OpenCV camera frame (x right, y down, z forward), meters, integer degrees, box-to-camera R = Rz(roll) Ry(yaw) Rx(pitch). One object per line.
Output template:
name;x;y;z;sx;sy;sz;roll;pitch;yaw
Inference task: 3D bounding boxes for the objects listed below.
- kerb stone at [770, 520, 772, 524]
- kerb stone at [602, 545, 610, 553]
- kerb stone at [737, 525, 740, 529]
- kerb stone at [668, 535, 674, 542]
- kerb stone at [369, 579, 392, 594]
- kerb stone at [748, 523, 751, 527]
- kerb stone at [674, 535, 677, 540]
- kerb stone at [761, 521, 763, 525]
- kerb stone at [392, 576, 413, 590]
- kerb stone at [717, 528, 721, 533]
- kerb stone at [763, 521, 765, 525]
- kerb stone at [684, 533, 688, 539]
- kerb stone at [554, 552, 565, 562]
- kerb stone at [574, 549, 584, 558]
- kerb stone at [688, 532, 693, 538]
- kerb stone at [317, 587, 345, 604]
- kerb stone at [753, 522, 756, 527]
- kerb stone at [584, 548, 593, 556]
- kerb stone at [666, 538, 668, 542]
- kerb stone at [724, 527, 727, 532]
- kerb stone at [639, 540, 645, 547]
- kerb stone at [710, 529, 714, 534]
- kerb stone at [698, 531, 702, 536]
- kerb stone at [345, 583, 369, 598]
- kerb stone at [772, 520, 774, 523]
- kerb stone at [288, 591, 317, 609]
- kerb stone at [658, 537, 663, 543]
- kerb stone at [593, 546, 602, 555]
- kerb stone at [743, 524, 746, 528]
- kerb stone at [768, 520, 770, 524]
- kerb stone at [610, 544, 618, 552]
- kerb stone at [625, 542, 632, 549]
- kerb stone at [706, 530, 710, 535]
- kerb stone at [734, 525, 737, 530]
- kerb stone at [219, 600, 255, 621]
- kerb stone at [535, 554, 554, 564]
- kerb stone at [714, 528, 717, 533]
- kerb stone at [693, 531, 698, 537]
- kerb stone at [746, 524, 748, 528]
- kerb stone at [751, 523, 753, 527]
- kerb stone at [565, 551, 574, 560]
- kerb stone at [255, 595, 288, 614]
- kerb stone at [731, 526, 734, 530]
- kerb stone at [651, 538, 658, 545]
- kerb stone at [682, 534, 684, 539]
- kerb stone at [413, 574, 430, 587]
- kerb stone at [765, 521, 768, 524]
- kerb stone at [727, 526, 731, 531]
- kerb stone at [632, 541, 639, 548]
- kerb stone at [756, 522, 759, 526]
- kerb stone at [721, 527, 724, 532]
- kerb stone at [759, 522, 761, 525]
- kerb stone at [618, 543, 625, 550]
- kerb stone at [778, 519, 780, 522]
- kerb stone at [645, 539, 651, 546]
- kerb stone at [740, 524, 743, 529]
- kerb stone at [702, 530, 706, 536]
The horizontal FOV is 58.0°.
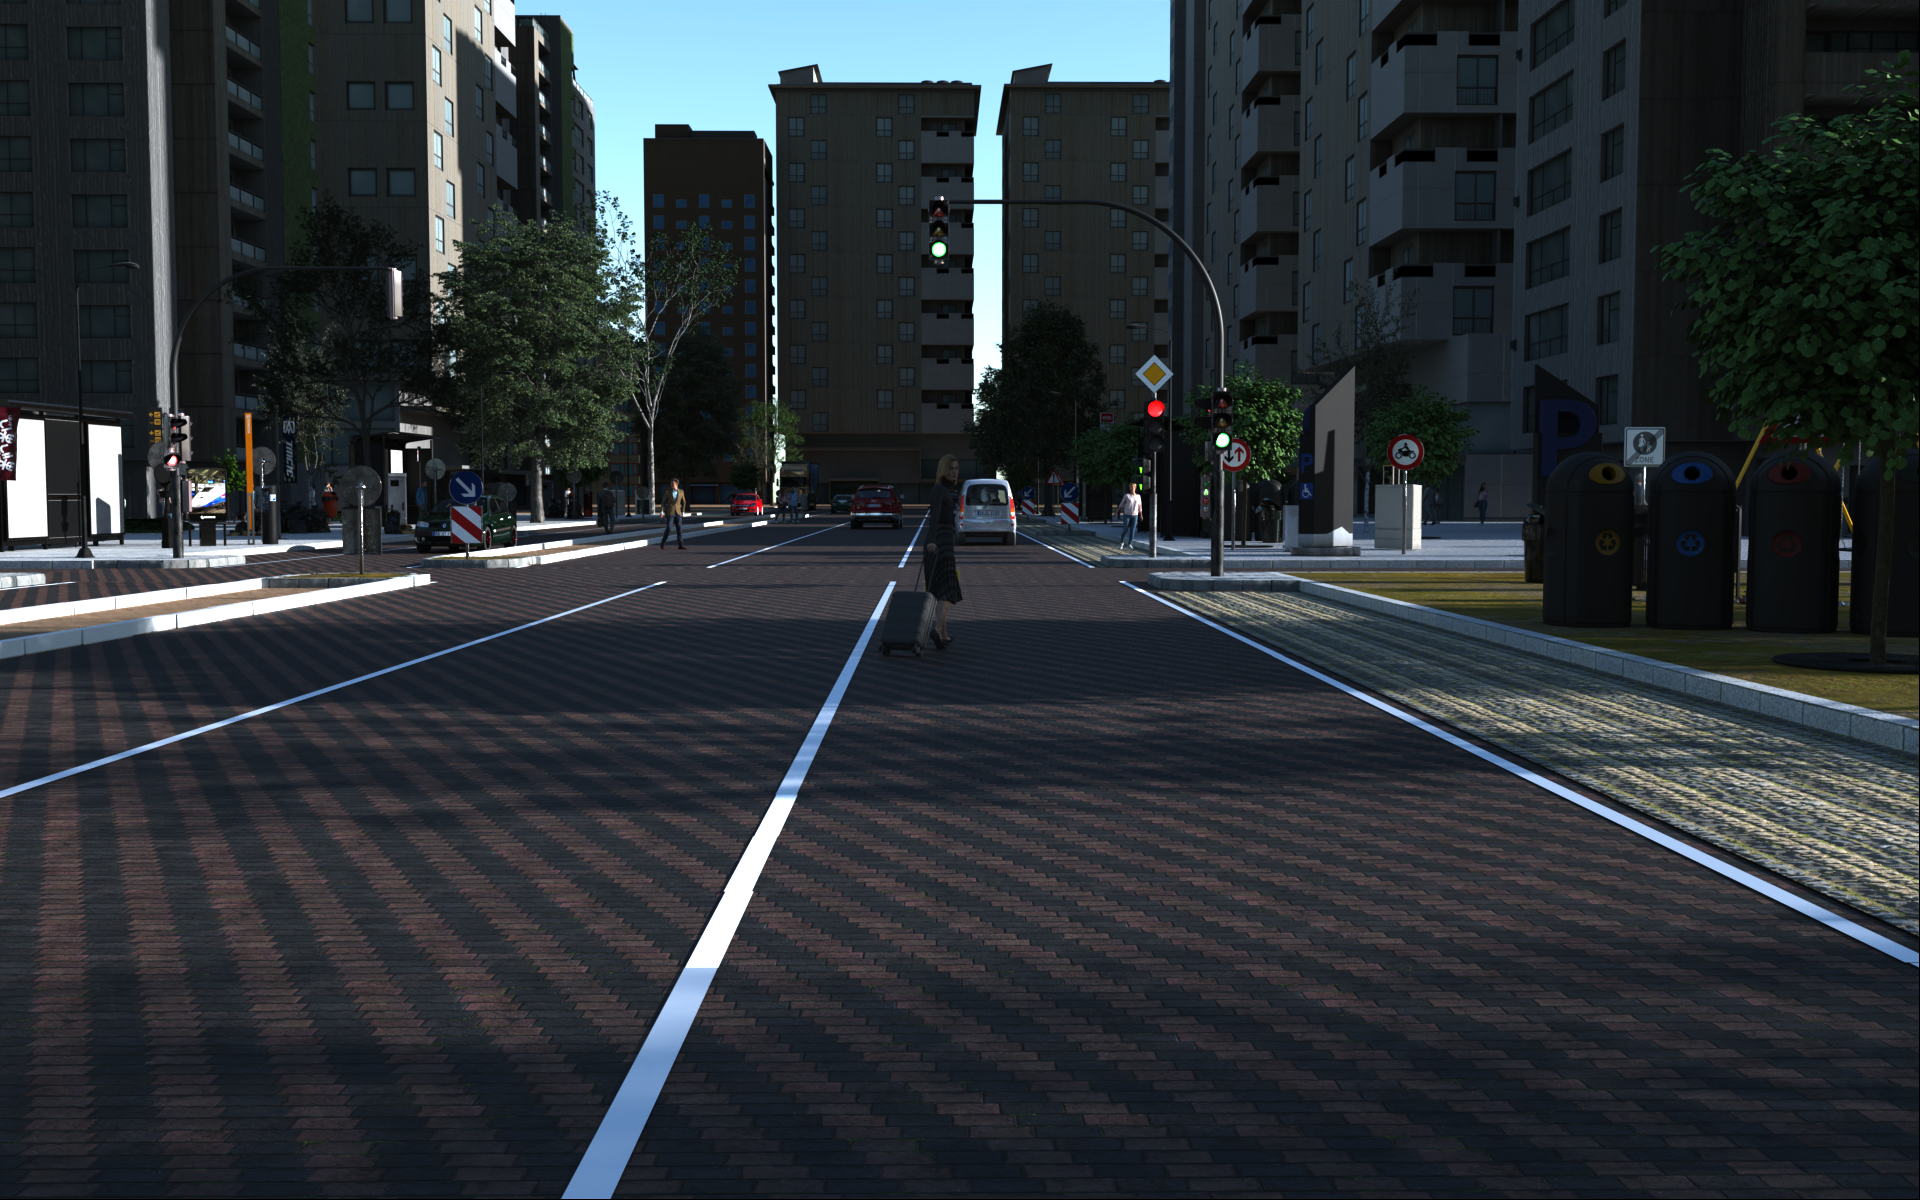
kerb stone;-9.258;-3.724;83.075;0.120;0.150;1.000;0;4;-1
kerb stone;-8.723;-1.216;42.075;0.120;0.150;1.000;0;4;-1
kerb stone;-9.082;-2.909;69.752;0.120;0.150;1.000;0;4;-1
kerb stone;-8.853;-1.843;52.327;0.120;0.150;1.000;0;4;-1
kerb stone;-8.508;-0.174;25.144;0.120;0.150;1.000;0;4;-1
kerb stone;-9.146;-3.159;73.846;0.120;0.150;1.000;0;4;-1
kerb stone;-8.870;-1.903;53.349;0.120;0.150;1.000;0;4;-1
kerb stone;-9.205;-3.473;78.977;0.120;0.150;1.000;0;4;-1
kerb stone;-8.520;-0.243;26.165;0.120;0.150;1.000;0;4;-1
kerb stone;-9.005;-2.531;63.609;0.120;0.150;1.000;0;4;-1
kerb stone;-9.220;-3.536;80.007;0.120;0.150;1.000;0;4;-1
kerb stone;-8.901;-2.029;55.403;0.120;0.150;1.000;0;4;-1
kerb stone;-8.653;-0.902;36.943;0.120;0.150;1.000;0;4;-1
kerb stone;-8.679;-1.021;38.995;0.120;0.150;1.000;0;4;-1
kerb stone;-8.907;-2.092;56.434;0.120;0.150;1.000;0;4;-1
kerb stone;-8.475;-0.055;23.097;0.120;0.150;1.000;0;4;-1
kerb stone;-9.156;-3.284;75.892;0.120;0.150;1.000;0;4;-1
kerb stone;-8.702;-1.090;40.016;0.120;0.150;1.000;0;4;-1
kerb stone;-8.849;-1.780;51.304;0.120;0.150;1.000;0;4;-1
kerb stone;-9.032;-2.658;65.653;0.120;0.150;1.000;0;4;-1
kerb stone;-8.788;-1.528;47.192;0.120;0.150;1.000;0;4;-1
kerb stone;-8.975;-2.405;61.562;0.120;0.150;1.000;0;4;-1
kerb stone;-8.939;-2.219;58.486;0.120;0.150;1.000;0;4;-1
kerb stone;-8.498;-0.110;24.122;0.120;0.150;1.000;0;4;-1
kerb stone;-9.271;-3.786;84.105;0.120;0.150;1.000;0;4;-1
kerb stone;-8.464;0.010;22.075;0.120;0.150;1.000;0;4;-1
kerb stone;-8.828;-1.718;50.282;0.120;0.150;1.000;0;4;-1
kerb stone;-8.706;-1.153;41.053;0.120;0.150;1.000;0;4;-1
kerb stone;-9.103;-3.033;71.797;0.120;0.150;1.000;0;4;-1
kerb stone;-9.250;-3.661;82.053;0.120;0.150;1.000;0;4;-1
kerb stone;-8.739;-1.274;43.097;0.120;0.150;1.000;0;4;-1
kerb stone;-8.770;-1.404;45.147;0.120;0.150;1.000;0;4;-1
kerb stone;-8.961;-2.345;60.540;0.120;0.150;1.000;0;4;-1
kerb stone;-9.069;-2.846;68.720;0.120;0.150;1.000;0;4;-1
kerb stone;-8.443;0.132;20.031;0.120;0.150;1.000;0;4;-1
kerb stone;-8.635;-0.839;35.918;0.120;0.150;1.000;0;4;-1
kerb stone;-8.987;-2.470;62.586;0.120;0.150;1.000;0;4;-1
kerb stone;-8.919;-2.157;57.464;0.120;0.150;1.000;0;4;-1
kerb stone;-9.117;-3.096;72.819;0.120;0.150;1.000;0;4;-1
kerb stone;-9.157;-3.221;74.869;0.120;0.150;1.000;0;4;-1
kerb stone;-8.676;-0.965;37.966;0.120;0.150;1.000;0;4;-1
kerb stone;-8.448;0.070;21.053;0.120;0.150;1.000;0;4;-1
kerb stone;-9.051;-2.783;67.697;0.120;0.150;1.000;0;4;-1
kerb stone;-8.811;-1.655;49.252;0.120;0.150;1.000;0;4;-1
kerb stone;-8.885;-1.968;54.371;0.120;0.150;1.000;0;4;-1
kerb stone;-8.530;-0.306;27.198;0.120;0.150;1.000;0;4;-1
kerb stone;-9.228;-3.599;81.031;0.120;0.150;1.000;0;4;-1
kerb stone;-9.042;-2.720;66.675;0.120;0.150;1.000;0;4;-1
kerb stone;-8.778;-1.458;46.170;0.120;0.150;1.000;0;4;-1
kerb stone;-9.172;-3.345;76.915;0.120;0.150;1.000;0;4;-1
kerb stone;-9.020;-2.595;64.631;0.120;0.150;1.000;0;4;-1
kerb stone;-9.191;-3.409;77.942;0.120;0.150;1.000;0;4;-1
kerb stone;-8.751;-1.341;44.125;0.120;0.150;1.000;0;4;-1
kerb stone;-9.311;-3.974;87.172;0.120;0.150;1.000;0;4;-1
kerb stone;-8.807;-1.590;48.219;0.120;0.150;1.000;0;4;-1
kerb stone;-9.095;-2.971;70.774;0.120;0.150;1.000;0;4;-1
kerb stone;-8.946;-2.282;59.508;0.120;0.150;1.000;0;4;-1
